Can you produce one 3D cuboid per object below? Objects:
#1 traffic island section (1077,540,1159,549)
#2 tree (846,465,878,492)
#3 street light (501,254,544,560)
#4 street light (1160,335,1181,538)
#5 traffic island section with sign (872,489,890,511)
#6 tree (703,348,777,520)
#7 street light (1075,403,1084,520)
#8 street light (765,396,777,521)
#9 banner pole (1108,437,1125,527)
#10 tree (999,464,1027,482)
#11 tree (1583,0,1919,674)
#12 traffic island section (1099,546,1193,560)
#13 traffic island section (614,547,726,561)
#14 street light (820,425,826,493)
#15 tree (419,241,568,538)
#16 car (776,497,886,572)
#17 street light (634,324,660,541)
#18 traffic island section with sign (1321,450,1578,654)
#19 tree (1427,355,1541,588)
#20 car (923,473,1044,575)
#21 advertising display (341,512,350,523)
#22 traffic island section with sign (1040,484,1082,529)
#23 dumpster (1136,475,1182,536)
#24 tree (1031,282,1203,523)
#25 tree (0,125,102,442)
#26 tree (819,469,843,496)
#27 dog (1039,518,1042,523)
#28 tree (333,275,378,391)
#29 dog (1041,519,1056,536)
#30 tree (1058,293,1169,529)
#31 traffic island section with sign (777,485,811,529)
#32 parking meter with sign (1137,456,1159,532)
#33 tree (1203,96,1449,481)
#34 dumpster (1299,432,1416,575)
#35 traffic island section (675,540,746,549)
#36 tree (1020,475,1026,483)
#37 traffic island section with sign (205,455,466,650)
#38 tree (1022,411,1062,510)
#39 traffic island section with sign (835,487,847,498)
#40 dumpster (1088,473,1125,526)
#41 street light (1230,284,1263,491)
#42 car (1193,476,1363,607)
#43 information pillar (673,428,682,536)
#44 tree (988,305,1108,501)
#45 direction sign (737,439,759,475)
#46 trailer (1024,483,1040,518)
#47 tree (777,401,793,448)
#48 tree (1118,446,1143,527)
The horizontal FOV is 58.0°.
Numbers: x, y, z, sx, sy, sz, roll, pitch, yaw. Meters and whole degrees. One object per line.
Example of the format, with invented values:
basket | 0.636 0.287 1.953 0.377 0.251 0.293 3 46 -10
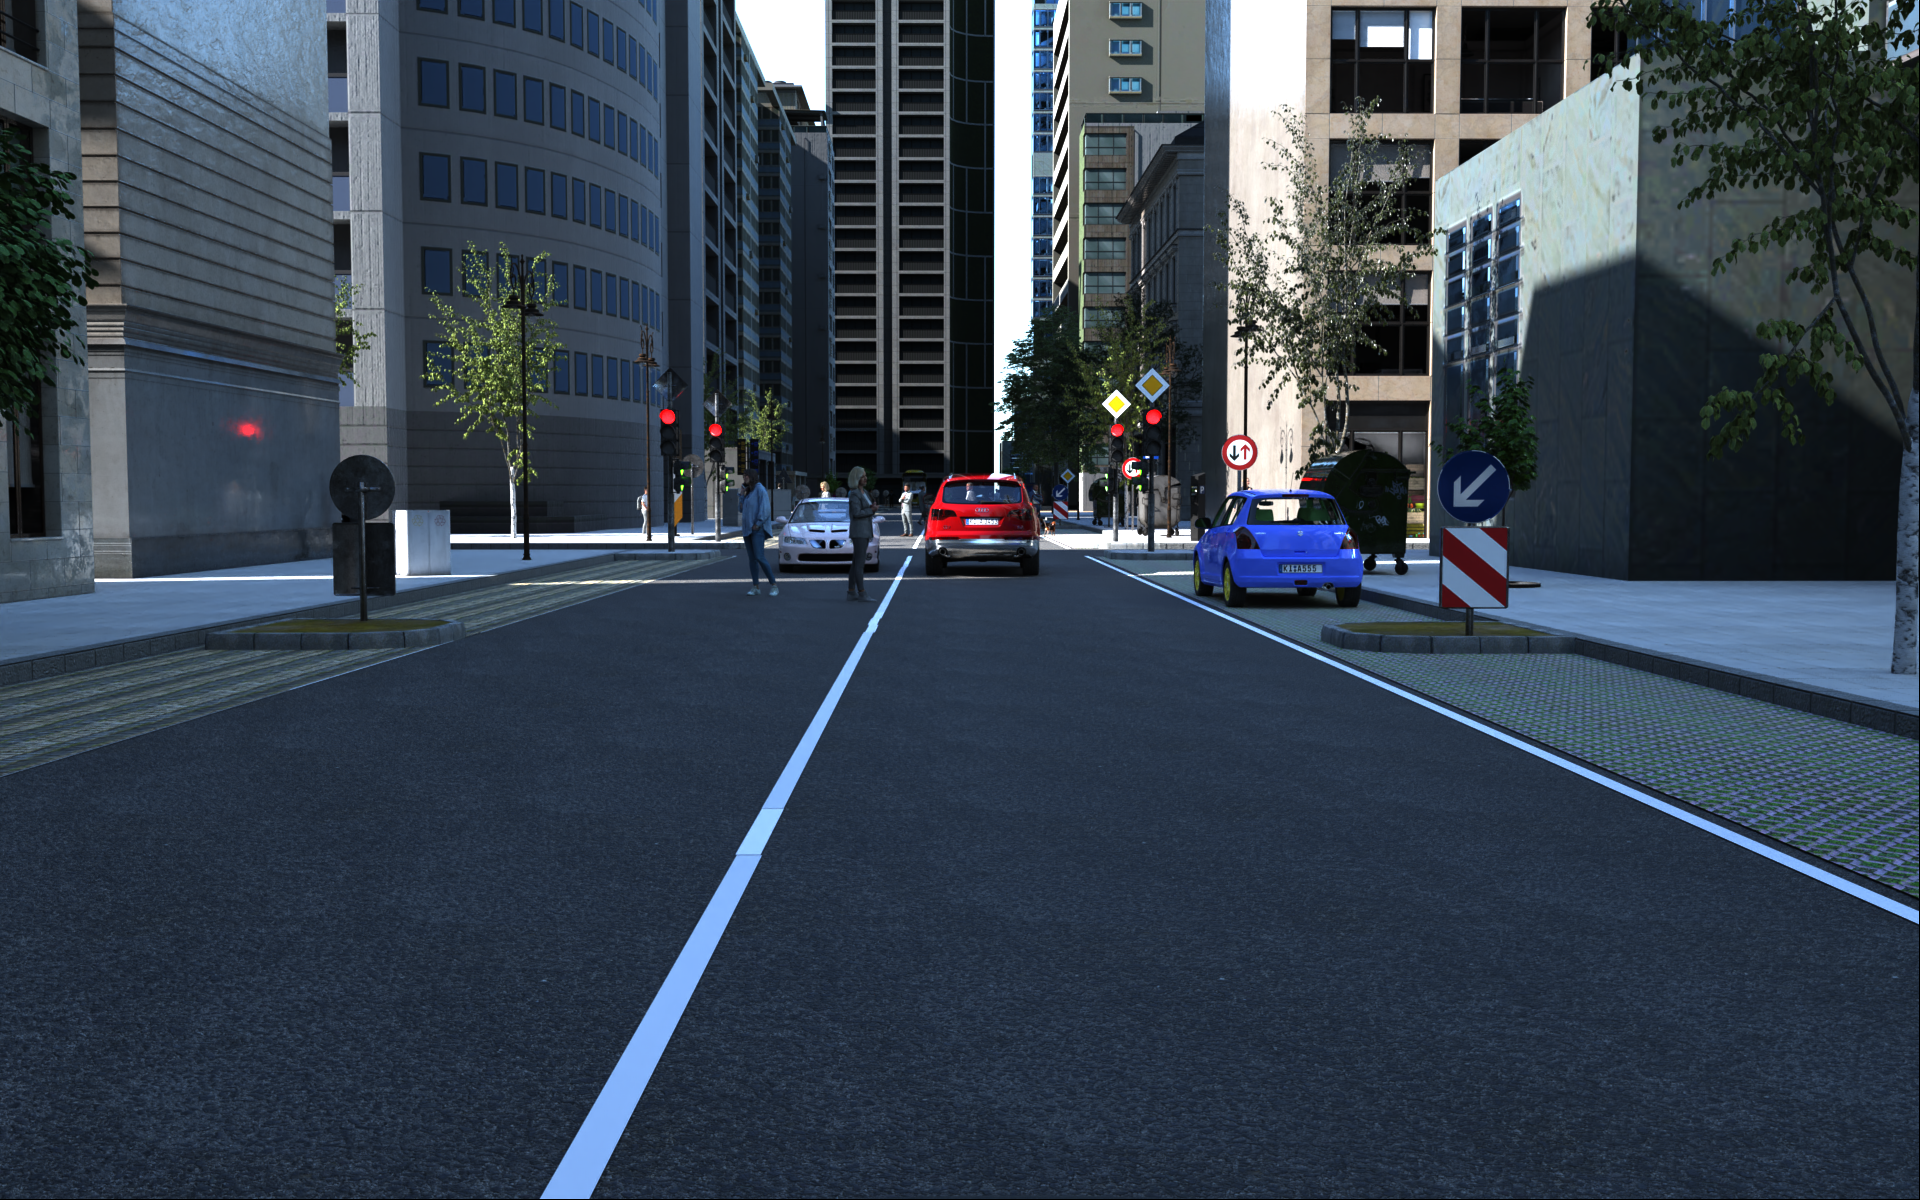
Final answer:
traffic island section | 4.215 -1.492 46.680 2.009 0.180 2.903 0 4 -1
tree | -10.940 -13.101 197.921 4.285 4.588 4.351 0 3 0
street light | -8.439 -3.717 33.563 0.468 5.910 1.993 0 4 -1
street light | 6.132 -4.761 50.634 0.468 5.910 1.993 0 4 -1
traffic island section with sign | -7.163 -8.558 148.555 1.989 1.847 2.006 0 4 -1
tree | -12.435 -8.299 86.045 4.737 8.622 4.395 0 3 0
street light | 5.848 -6.894 85.505 0.468 5.910 1.993 0 4 -1
street light | -8.899 -6.675 81.931 0.468 5.910 1.993 0 4 -1
banner pole | 5.970 -4.688 66.657 0.863 3.779 0.401 0 4 -8
tree | 5.583 -12.539 188.723 4.285 4.588 4.351 0 3 0
tree | 6.643 -3.791 12.338 4.737 8.622 4.395 0 3 0
traffic island section | 4.290 -1.004 38.695 2.009 0.180 2.903 0 4 -1
traffic island section | -6.451 -0.998 38.599 2.009 0.180 2.903 0 4 -1
street light | -9.238 -8.793 116.554 0.468 5.910 1.993 0 4 -1
tree | -13.069 -6.079 49.750 4.737 8.622 4.395 0 3 0
car | -2.477 -1.287 33.400 2.083 1.381 4.827 0 4 -2
street light | -8.501 -4.551 47.197 0.468 5.910 1.993 0 4 -1
traffic island section with sign | 4.509 -0.473 16.370 1.989 1.847 2.006 0 4 -1
tree | 7.642 -1.806 24.133 1.663 3.219 1.824 0 3 0
car | 0.427 -1.434 32.122 2.281 1.827 5.304 0 4 1
advertising display | -14.222 -2.087 39.332 0.974 1.923 0.123 -1 4 -20
traffic island section with sign | 3.982 -3.837 71.358 1.989 1.847 2.006 0 4 -1
dumpster | 6.151 -2.916 53.436 1.264 1.857 1.865 0 4 -1
tree | 7.266 -8.720 76.992 8.767 10.594 7.601 -1 4 -19
tree | -8.288 -1.796 13.086 4.285 4.588 4.351 0 3 0
tree | -9.820 -8.290 130.145 1.663 3.219 1.824 0 3 0
dog | 3.261 -2.863 66.099 0.540 0.507 0.406 0 4 7
tree | -19.379 -6.146 50.852 4.737 8.622 4.395 0 3 0
dog | 3.053 -2.417 58.798 0.406 0.507 0.540 0 4 3
tree | 5.829 -6.874 62.754 4.737 8.622 4.395 0 3 0
traffic island section with sign | -6.428 -3.827 71.201 1.989 1.847 2.006 0 4 -1
parking meter with sign | 6.332 -3.814 58.613 0.543 3.016 1.738 1 4 15
tree | 6.658 -4.968 31.583 4.360 8.622 3.978 0 3 0
dumpster | 6.444 -1.569 28.139 1.502 2.255 1.985 0 4 -1
traffic island section | -6.526 -1.486 46.584 2.009 0.180 2.903 0 4 -1
tree | 6.082 -10.719 169.856 1.663 3.219 1.824 0 3 0
traffic island section with sign | -5.921 -0.498 16.764 1.989 1.847 2.006 0 4 -1
tree | 6.494 -11.441 137.425 4.360 8.622 3.978 0 3 0
traffic island section with sign | -6.679 -5.476 98.155 1.989 1.847 2.006 0 4 -1
dumpster | 6.086 -4.185 70.924 1.502 2.255 1.985 0 4 0
street light | 6.305 -4.003 38.236 0.468 5.910 1.993 0 4 -1
car | 4.160 -0.828 23.126 1.945 1.707 3.694 0 4 -1
information pillar | -8.688 -3.761 52.843 0.183 3.616 0.504 3 4 37
tree | 5.452 -11.403 104.570 7.486 12.596 7.792 0 3 0
direction sign | -8.699 -4.839 71.118 0.876 3.537 0.379 -1 4 -16
trailer | 3.310 -5.001 88.820 1.471 1.999 3.904 0 4 0
tree | -13.706 -10.314 119.001 4.737 8.622 4.395 0 3 0
tree | 6.906 -4.492 68.043 1.663 3.219 1.824 0 3 0
